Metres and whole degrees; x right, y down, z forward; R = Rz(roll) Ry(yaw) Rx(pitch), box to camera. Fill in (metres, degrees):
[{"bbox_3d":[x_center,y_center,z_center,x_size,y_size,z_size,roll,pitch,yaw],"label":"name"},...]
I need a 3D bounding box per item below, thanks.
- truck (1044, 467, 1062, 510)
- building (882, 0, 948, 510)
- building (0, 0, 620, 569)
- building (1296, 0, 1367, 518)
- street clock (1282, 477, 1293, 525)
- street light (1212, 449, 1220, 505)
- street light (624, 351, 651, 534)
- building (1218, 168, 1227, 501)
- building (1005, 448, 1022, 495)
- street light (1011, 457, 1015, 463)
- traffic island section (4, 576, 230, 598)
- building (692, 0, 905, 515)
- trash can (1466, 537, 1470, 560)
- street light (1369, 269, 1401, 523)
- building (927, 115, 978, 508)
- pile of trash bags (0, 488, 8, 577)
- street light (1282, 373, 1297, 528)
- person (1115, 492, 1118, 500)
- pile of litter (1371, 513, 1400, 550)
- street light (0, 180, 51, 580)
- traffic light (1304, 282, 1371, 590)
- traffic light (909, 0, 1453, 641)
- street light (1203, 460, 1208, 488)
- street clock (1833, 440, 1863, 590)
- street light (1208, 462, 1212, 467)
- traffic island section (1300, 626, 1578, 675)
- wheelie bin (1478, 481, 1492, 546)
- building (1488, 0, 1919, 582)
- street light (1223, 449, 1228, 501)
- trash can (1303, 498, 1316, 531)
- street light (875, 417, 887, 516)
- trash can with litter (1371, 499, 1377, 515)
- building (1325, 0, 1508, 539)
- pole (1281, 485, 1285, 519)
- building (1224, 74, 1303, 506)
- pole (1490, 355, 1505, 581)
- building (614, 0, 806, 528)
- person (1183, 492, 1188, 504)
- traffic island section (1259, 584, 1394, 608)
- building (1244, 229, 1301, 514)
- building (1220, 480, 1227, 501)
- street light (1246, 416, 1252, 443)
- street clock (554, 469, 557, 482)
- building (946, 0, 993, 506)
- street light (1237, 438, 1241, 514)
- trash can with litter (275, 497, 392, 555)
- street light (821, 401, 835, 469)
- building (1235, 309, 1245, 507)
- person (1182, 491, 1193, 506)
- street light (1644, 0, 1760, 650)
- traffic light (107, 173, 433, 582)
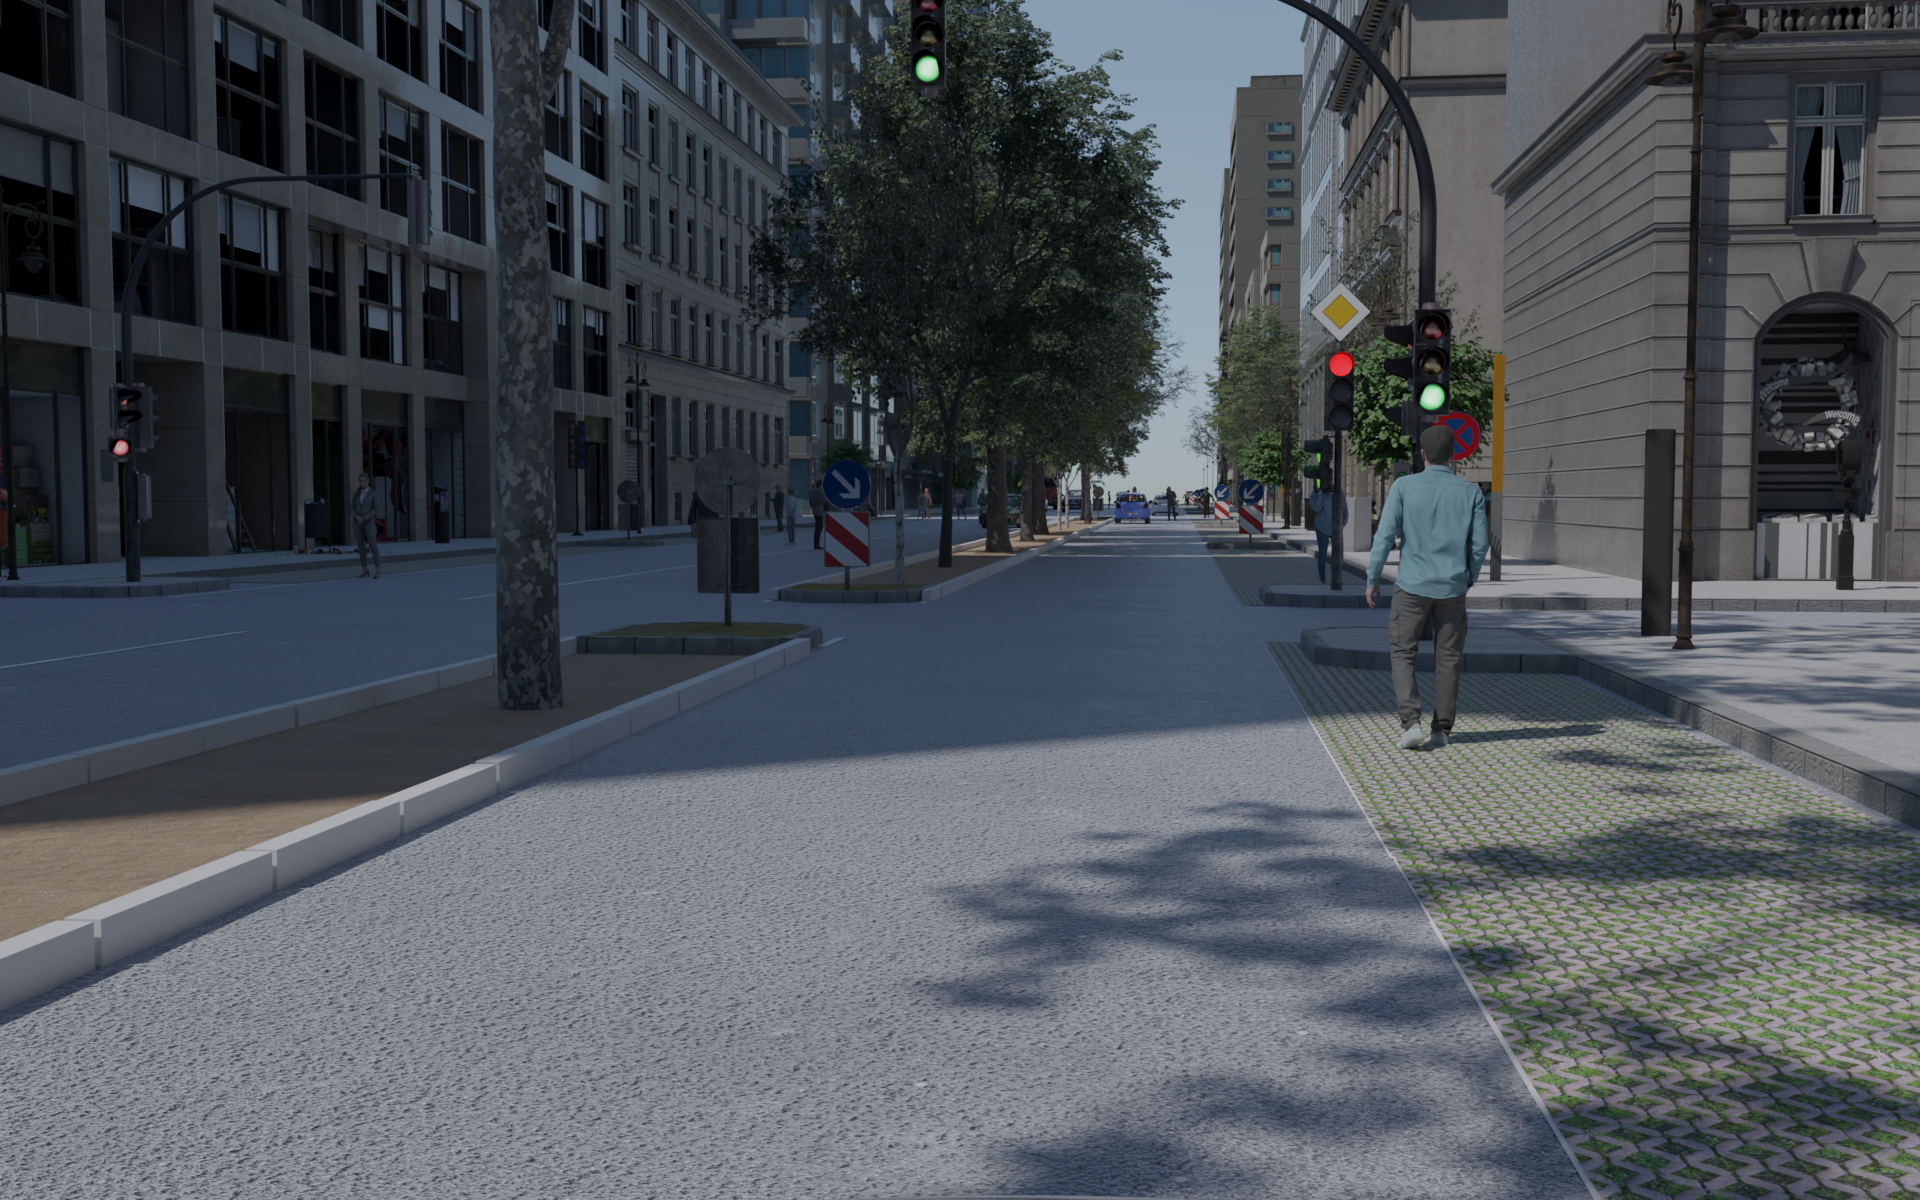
[{"bbox_3d":[8.044,-10.505,160.663,2.839,4.237,11.283,0,4,5],"label":"truck"},{"bbox_3d":[-15.679,-34.046,145.895,28.713,52.752,27.495,0,4,7],"label":"building"},{"bbox_3d":[-23.762,-14.734,45.425,19.350,26.468,34.151,0,4,7],"label":"building"},{"bbox_3d":[22.541,-18.582,81.306,11.434,29.767,29.804,0,4,7],"label":"building"},{"bbox_3d":[13.624,-4.124,72.005,0.358,2.002,0.471,-2,4,-34],"label":"street clock"},{"bbox_3d":[25.717,-12.247,173.033,0.468,5.910,1.993,0,4,7],"label":"street light"},{"bbox_3d":[-10.391,-5.085,55.921,0.468,5.910,1.993,0,4,7],"label":"street light"},{"bbox_3d":[47.363,-37.876,242.978,21.300,48.544,21.600,0,4,7],"label":"building"},{"bbox_3d":[1.097,-33.020,223.465,14.154,41.232,14.086,0,4,7],"label":"building"},{"bbox_3d":[5.673,-12.988,185.144,0.468,5.910,1.993,0,4,7],"label":"street light"},{"bbox_3d":[-12.099,-0.186,25.315,2.009,0.180,2.903,0,4,7],"label":"traffic island section"},{"bbox_3d":[-16.760,-30.369,116.139,23.786,49.044,30.456,0,4,7],"label":"building"},{"bbox_3d":[7.219,-0.828,25.199,0.748,1.137,0.748,0,3,0],"label":"trash can"},{"bbox_3d":[8.737,-3.849,35.719,0.468,5.910,1.993,0,4,7],"label":"street light"},{"bbox_3d":[-6.052,-29.503,165.968,14.154,41.232,14.086,0,4,7],"label":"building"},{"bbox_3d":[-16.131,-1.002,26.137,3.447,1.369,1.912,-1,4,-14],"label":"pile of trash bags"},{"bbox_3d":[12.427,-5.664,65.402,0.468,5.910,1.993,0,4,7],"label":"street light"},{"bbox_3d":[22.922,-14.869,252.394,1.217,1.735,0.721,0,4,-6],"label":"person"},{"bbox_3d":[9.725,-1.603,40.170,1.176,0.858,1.719,-2,4,-24],"label":"pile of litter"},{"bbox_3d":[-14.135,-3.235,25.678,0.468,5.910,1.993,0,4,7],"label":"street light"},{"bbox_3d":[5.022,-2.089,23.082,0.839,4.253,0.868,0,4,7],"label":"traffic light"},{"bbox_3d":[1.953,-2.483,15.273,4.771,5.953,1.251,0,4,7],"label":"traffic light"},{"bbox_3d":[32.243,-15.479,225.867,0.468,5.910,1.993,0,4,7],"label":"street light"},{"bbox_3d":[11.847,-1.135,23.131,0.358,2.002,0.471,1,4,17],"label":"street clock"},{"bbox_3d":[28.567,-13.630,195.645,0.468,5.910,1.993,0,4,7],"label":"street light"},{"bbox_3d":[4.079,0.429,15.266,2.009,0.180,2.903,0,4,7],"label":"traffic island section"},{"bbox_3d":[13.095,-2.142,42.925,0.693,1.594,0.980,-2,4,-30],"label":"wheelie bin"},{"bbox_3d":[22.202,-11.453,29.058,24.055,21.916,13.314,0,4,7],"label":"building"},{"bbox_3d":[22.025,-10.432,143.350,0.468,5.910,1.993,0,4,7],"label":"street light"},{"bbox_3d":[12.319,-2.981,60.394,0.748,1.137,0.748,0,3,0],"label":"trash can"},{"bbox_3d":[-4.638,-7.899,101.936,0.468,5.910,1.993,0,4,7],"label":"street light"},{"bbox_3d":[10.235,-2.011,44.269,0.624,1.170,1.055,-1,4,-9],"label":"trash can with litter"},{"bbox_3d":[18.238,-11.793,57.444,10.561,19.102,19.286,0,4,7],"label":"building"},{"bbox_3d":[16.551,-5.798,88.636,0.158,3.312,0.155,0,3,0],"label":"pole"},{"bbox_3d":[41.634,-35.052,196.806,21.300,48.544,21.600,0,4,7],"label":"building"},{"bbox_3d":[7.909,-1.935,25.478,0.158,3.312,0.155,0,3,0],"label":"pole"},{"bbox_3d":[-17.870,-14.912,77.094,16.112,22.955,30.059,0,4,7],"label":"building"},{"bbox_3d":[30.641,-13.795,234.598,0.990,1.755,0.434,1,4,20],"label":"person"},{"bbox_3d":[5.061,-0.056,23.191,2.009,0.180,2.903,0,4,7],"label":"traffic island section"},{"bbox_3d":[35.506,-17.181,125.949,27.650,21.520,28.899,0,4,7],"label":"building"},{"bbox_3d":[49.668,-32.302,220.020,32.217,40.220,23.993,0,4,7],"label":"building"},{"bbox_3d":[15.999,-7.500,95.420,0.468,5.910,1.993,0,4,7],"label":"street light"},{"bbox_3d":[-11.300,-2.631,47.589,0.471,2.002,0.358,3,5,43],"label":"street clock"},{"bbox_3d":[-6.562,-54.283,200.202,22.319,86.520,31.000,0,4,7],"label":"building"},{"bbox_3d":[18.255,-8.603,113.441,0.468,5.910,1.993,0,4,7],"label":"street light"},{"bbox_3d":[-13.400,-1.595,37.137,2.233,1.210,1.678,0,4,-7],"label":"trash can with litter"},{"bbox_3d":[-6.547,-6.918,85.899,0.468,5.910,1.993,0,4,7],"label":"street light"},{"bbox_3d":[39.125,-18.931,154.566,27.650,21.520,28.899,0,4,7],"label":"building"},{"bbox_3d":[26.508,-11.819,201.749,1.348,1.823,0.705,1,4,9],"label":"person"},{"bbox_3d":[5.993,-2.531,14.165,0.468,5.910,1.993,0,4,7],"label":"street light"},{"bbox_3d":[-9.974,-3.076,24.954,4.771,5.953,1.251,0,4,7],"label":"traffic light"}]
